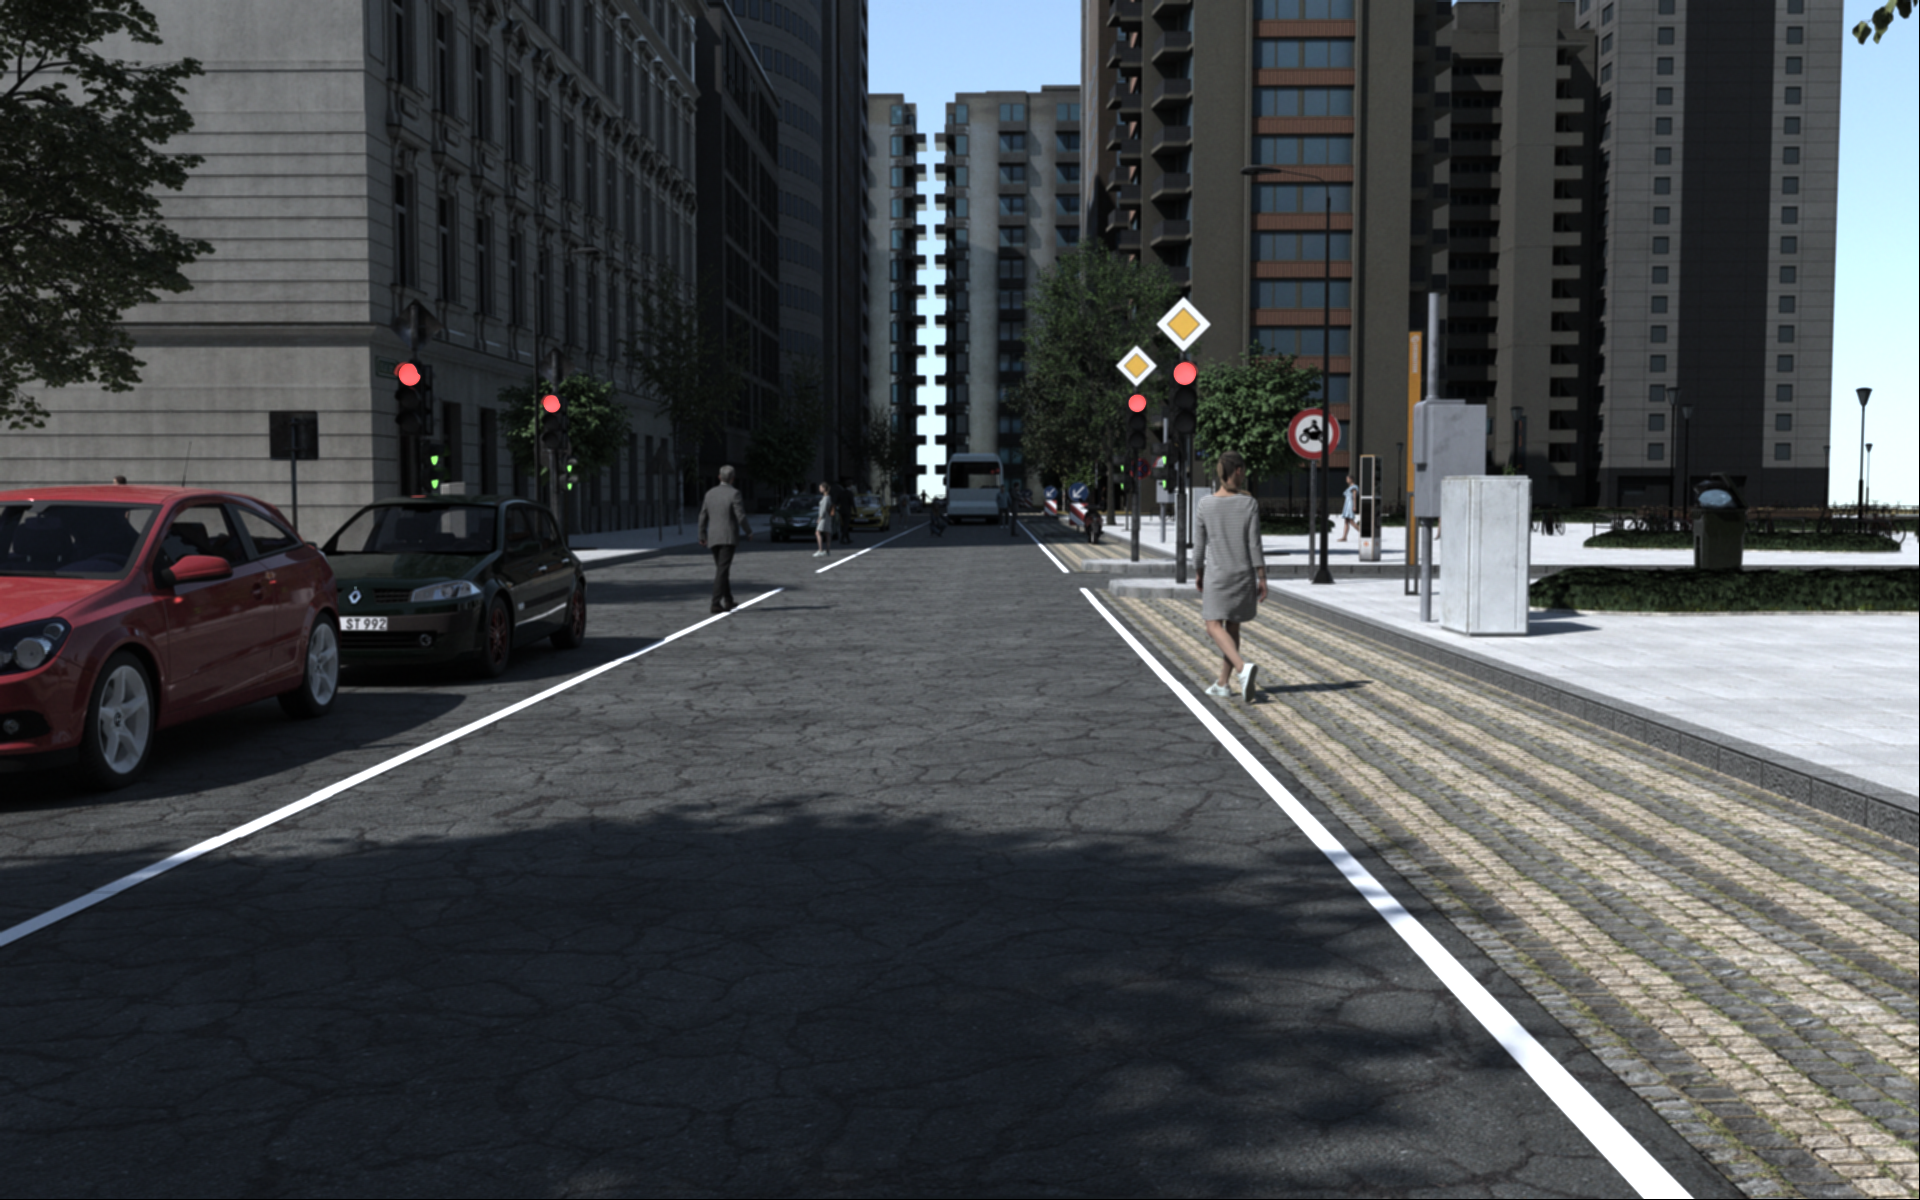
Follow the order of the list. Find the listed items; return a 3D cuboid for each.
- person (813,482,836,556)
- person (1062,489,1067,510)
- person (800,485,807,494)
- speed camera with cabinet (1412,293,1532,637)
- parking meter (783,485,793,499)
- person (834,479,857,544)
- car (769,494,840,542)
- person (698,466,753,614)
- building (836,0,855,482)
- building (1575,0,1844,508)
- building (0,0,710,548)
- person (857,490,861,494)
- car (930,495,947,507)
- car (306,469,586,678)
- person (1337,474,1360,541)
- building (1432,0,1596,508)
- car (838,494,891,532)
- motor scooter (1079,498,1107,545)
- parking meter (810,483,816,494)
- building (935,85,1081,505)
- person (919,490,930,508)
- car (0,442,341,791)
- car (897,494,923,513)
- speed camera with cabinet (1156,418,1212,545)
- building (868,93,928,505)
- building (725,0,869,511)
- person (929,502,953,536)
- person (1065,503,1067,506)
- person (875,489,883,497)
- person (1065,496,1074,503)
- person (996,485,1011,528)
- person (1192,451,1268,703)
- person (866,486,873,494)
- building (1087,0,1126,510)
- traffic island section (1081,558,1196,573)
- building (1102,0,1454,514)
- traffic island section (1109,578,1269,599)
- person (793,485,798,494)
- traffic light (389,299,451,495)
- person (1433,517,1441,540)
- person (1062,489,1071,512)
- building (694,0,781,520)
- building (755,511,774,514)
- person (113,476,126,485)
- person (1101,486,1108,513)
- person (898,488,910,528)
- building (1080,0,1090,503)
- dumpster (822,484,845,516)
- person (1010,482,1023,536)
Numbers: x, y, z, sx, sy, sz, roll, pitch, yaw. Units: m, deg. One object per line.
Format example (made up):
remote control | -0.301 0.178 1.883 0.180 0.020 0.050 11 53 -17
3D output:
person | -3.132 -1.875 40.163 0.522 1.701 0.512 0 4 1
person | 8.608 -8.174 140.631 0.436 1.711 0.756 -1 4 -18
person | -5.443 -3.176 60.994 0.480 1.755 0.524 2 4 25
speed camera with cabinet | 4.843 -1.352 16.446 0.660 3.252 2.038 0 4 1
parking meter | -7.626 -4.349 76.825 0.255 1.863 0.399 3 5 44
person | -3.216 -2.524 49.550 0.659 1.850 0.755 3 4 38
car | -4.725 -2.531 53.181 2.131 1.459 4.920 0 4 0
person | -2.825 -0.746 21.097 0.661 1.777 0.834 1 4 22
building | -16.159 -30.147 143.012 14.600 45.320 14.200 0 4 1
building | 70.549 -44.684 168.829 20.611 71.187 20.563 0 4 1
building | -19.821 -17.166 57.079 17.030 29.872 44.131 0 4 1
person | -7.663 -7.456 129.417 0.415 1.643 0.593 3 5 44
car | -1.784 -9.171 162.523 1.945 1.354 3.894 0 4 1
car | -4.419 -0.304 14.754 2.009 1.686 4.222 0 4 1
person | 10.589 -2.486 46.782 0.778 1.811 0.616 1 4 10
building | 49.427 -33.341 168.835 21.600 48.544 21.300 0 4 1
car | -3.652 -3.470 66.956 2.015 1.641 3.980 0 4 2
motor scooter | 3.789 -2.234 49.307 0.815 1.314 1.986 0 4 0
parking meter | -7.699 -5.219 91.041 0.255 1.863 0.399 -1 4 -17
building | 12.373 -35.846 205.682 30.456 49.044 23.786 0 4 1
person | -3.687 -10.220 175.229 1.348 1.869 0.705 -1 4 -18
car | -4.957 -0.040 9.686 2.155 1.783 4.494 0 4 -1
car | -3.836 -7.453 133.855 2.014 1.417 4.499 0 4 1
speed camera with cabinet | 5.768 -3.074 44.602 0.660 3.252 2.038 -1 4 -20
building | -19.092 -35.898 206.546 30.456 49.044 23.786 0 4 1
building | -23.281 -38.402 169.868 28.212 58.520 21.231 0 4 1
person | -0.659 -2.731 58.649 1.012 1.151 0.738 -3 4 -39
person | 11.095 -10.772 182.828 0.551 1.740 0.621 1 4 12
person | -8.067 -9.929 169.101 1.217 1.735 0.721 -2 4 -23
person | 8.426 -7.493 128.581 1.348 1.821 0.705 -1 4 -22
person | 1.855 -3.952 73.130 0.660 1.820 0.620 0 4 -1
person | 1.897 -0.168 11.993 0.466 1.731 0.760 -1 4 -22
person | -3.902 -4.006 74.262 0.793 1.790 0.793 -1 4 -19
building | 17.946 -30.235 144.458 14.600 45.320 14.200 0 4 1
traffic island section | 3.343 -0.647 32.852 2.009 0.180 2.903 0 4 1
building | 21.833 -28.641 122.908 22.147 44.769 28.867 0 4 1
traffic island section | 3.198 -0.158 24.869 2.009 0.180 2.903 0 4 1
person | -9.432 -5.651 98.666 0.478 1.798 0.641 -2 4 -27
traffic light | -7.801 -2.203 24.937 0.839 4.253 0.868 0 4 1
person | 13.530 -2.564 48.312 0.374 1.781 0.599 -2 4 -25
person | 7.614 -7.011 120.685 1.348 1.822 0.705 -3 4 -36
building | -17.798 -18.203 91.121 14.314 27.812 24.014 0 4 1
building | -20.358 -35.444 121.515 21.231 58.520 28.212 0 4 1
person | -14.984 -1.324 30.723 0.480 1.755 0.524 2 4 26
person | 9.925 -6.923 119.262 0.705 1.821 1.348 1 4 18
person | -2.342 -3.874 72.844 0.512 1.701 0.522 0 4 -6
building | 21.972 -38.131 165.434 21.231 58.520 28.212 0 4 1
dumpster | -7.019 -5.500 95.682 1.264 1.857 1.865 0 4 1
person | 1.939 -3.125 59.393 0.447 1.846 0.655 0 4 1
